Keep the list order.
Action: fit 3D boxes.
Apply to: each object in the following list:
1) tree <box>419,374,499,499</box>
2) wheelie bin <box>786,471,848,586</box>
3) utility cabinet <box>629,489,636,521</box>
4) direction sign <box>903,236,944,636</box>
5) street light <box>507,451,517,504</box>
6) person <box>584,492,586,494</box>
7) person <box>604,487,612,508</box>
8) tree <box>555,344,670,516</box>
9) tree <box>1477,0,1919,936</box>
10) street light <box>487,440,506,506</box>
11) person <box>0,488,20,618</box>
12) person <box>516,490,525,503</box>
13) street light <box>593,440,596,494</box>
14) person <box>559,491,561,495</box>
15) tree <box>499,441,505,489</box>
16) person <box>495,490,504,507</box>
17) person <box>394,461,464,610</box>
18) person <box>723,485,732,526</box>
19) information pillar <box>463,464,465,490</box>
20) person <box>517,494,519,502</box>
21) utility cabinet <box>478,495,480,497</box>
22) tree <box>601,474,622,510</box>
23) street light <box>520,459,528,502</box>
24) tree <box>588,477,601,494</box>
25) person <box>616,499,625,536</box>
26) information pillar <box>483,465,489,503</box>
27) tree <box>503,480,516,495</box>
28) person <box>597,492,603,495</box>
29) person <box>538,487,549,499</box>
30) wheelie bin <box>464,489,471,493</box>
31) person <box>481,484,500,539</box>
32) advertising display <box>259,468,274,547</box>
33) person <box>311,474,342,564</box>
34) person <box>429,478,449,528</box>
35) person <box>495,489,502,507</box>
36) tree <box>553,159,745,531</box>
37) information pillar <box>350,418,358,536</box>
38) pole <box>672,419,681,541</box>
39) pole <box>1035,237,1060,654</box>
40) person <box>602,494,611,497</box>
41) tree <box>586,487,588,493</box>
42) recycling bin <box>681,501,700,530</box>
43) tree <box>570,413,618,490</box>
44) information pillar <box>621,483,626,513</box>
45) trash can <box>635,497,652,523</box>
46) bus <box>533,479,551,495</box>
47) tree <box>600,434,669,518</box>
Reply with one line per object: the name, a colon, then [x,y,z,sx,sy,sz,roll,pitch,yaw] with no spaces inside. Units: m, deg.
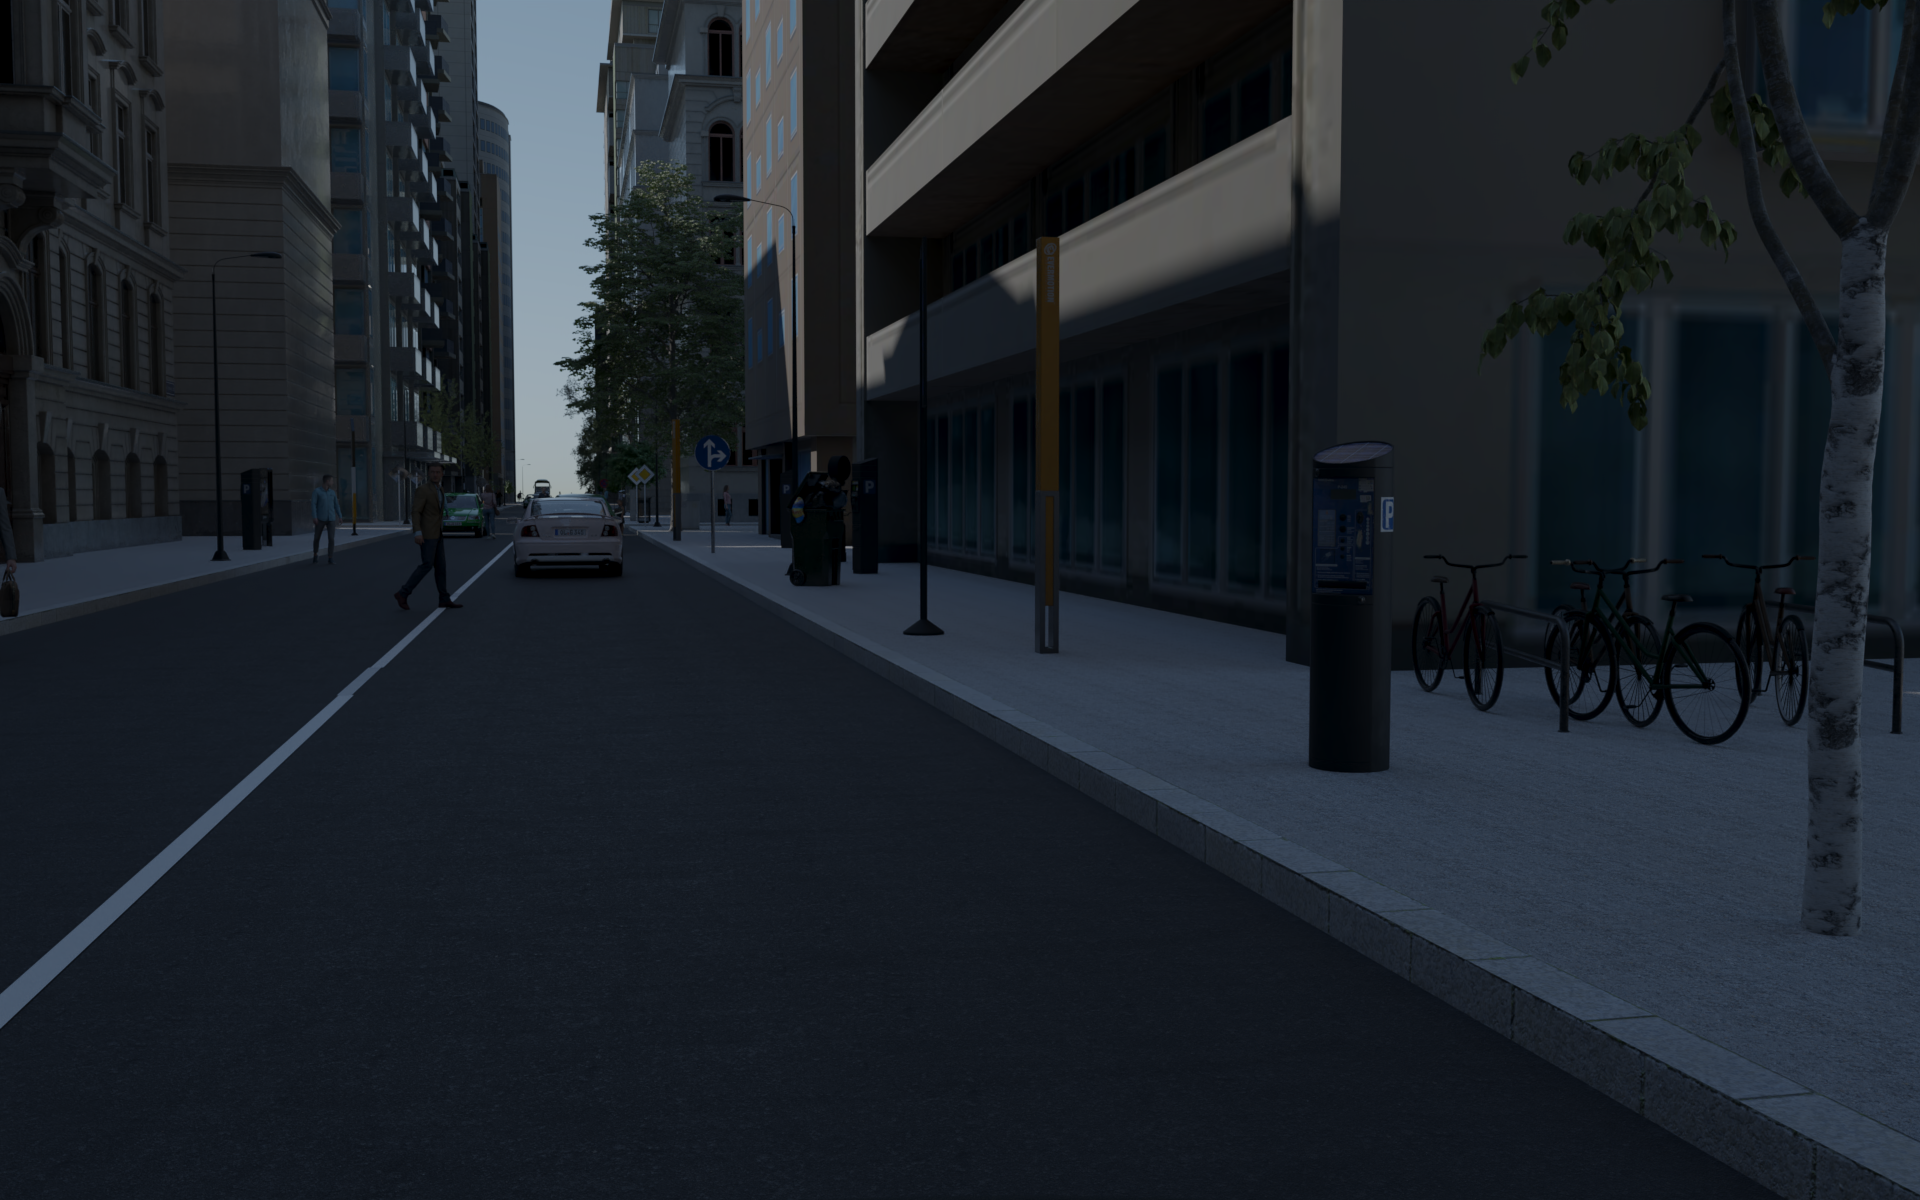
tree: [-32.085,-9.590,107.163,4.737,8.622,4.395,0,3,0]
wheelie bin: [-1.979,-1.002,24.289,0.693,1.594,0.980,1,4,20]
utility cabinet: [-15.700,-4.551,83.088,0.318,1.500,1.173,-1,4,-11]
direction sign: [-0.332,-1.453,15.746,0.379,3.537,0.876,0,4,-3]
street light: [-48.940,-13.185,188.109,1.470,5.913,1.316,-1,4,-13]
person: [-60.021,-16.514,277.516,0.415,1.643,0.593,-1,4,-11]
person: [-29.304,-8.437,143.845,0.748,1.841,0.638,-1,4,-9]
tree: [-18.667,-10.100,99.546,7.601,10.594,8.767,2,4,28]
tree: [2.753,-3.341,4.983,4.737,8.622,4.395,0,3,0]
street light: [-39.810,-10.726,147.911,1.470,5.913,1.316,-1,4,-13]
person: [-8.551,-0.399,14.983,0.822,1.834,0.622,3,5,42]
person: [-65.152,-15.331,256.712,1.348,1.824,0.705,-2,4,-26]
street light: [-30.895,-10.769,148.610,1.470,5.913,1.316,-1,4,-13]
person: [-58.208,-14.883,251.851,0.705,1.823,1.348,-3,5,-41]
tree: [-40.131,-11.880,144.597,4.737,8.622,4.395,0,3,0]
person: [-46.113,-10.146,172.752,1.217,1.723,0.721,0,4,1]
person: [-6.618,-0.803,21.544,0.836,1.842,0.656,-1,4,-19]
person: [-9.810,-3.952,73.120,0.388,1.821,0.555,0,4,-3]
information pillar: [-37.131,-8.454,129.572,0.183,3.616,0.504,-2,4,-26]
person: [-71.518,-16.589,280.509,0.421,1.427,0.697,-2,4,-32]
utility cabinet: [-35.434,-7.019,125.928,1.020,1.237,0.306,-1,4,-8]
tree: [-27.663,-8.840,139.142,1.663,3.219,1.824,0,3,0]
street light: [-58.253,-15.685,228.992,1.470,5.913,1.316,-1,4,-13]
tree: [-33.865,-10.382,164.347,1.663,3.219,1.824,0,3,0]
person: [-11.709,-2.841,59.613,0.373,1.253,0.362,-2,4,-35]
information pillar: [-37.768,-8.973,138.070,0.504,3.616,0.183,-3,5,-43]
tree: [-57.158,-13.785,219.982,1.663,3.219,1.824,0,3,0]
person: [-38.866,-11.078,187.150,1.348,1.826,0.705,1,4,20]
person: [-19.385,-4.380,80.528,0.576,1.772,0.534,-2,4,-29]
wheelie bin: [-34.133,-6.824,119.473,0.693,1.594,0.980,-3,4,-37]
person: [-15.015,-2.829,55.344,0.593,1.750,0.643,0,4,-4]
advertising display: [-17.099,-2.292,42.694,0.123,1.923,0.974,-2,4,-34]
person: [-13.051,-1.668,35.631,0.638,1.841,0.748,-2,4,-34]
person: [-12.910,-2.084,42.443,0.638,1.841,0.748,1,4,11]
person: [-46.652,-10.311,175.141,0.721,1.766,1.217,1,4,14]
tree: [-10.079,-8.662,59.746,7.486,12.596,7.792,0,3,0]
information pillar: [-18.707,-3.796,53.423,0.183,3.616,0.504,-2,4,-23]
pole: [-7.759,-3.275,47.392,0.158,3.312,0.155,0,3,0]
pole: [0.701,-1.227,13.897,0.158,3.312,0.155,0,3,0]
person: [-36.161,-10.454,176.910,0.705,1.831,1.348,2,4,33]
tree: [-54.915,-16.124,258.234,1.663,3.219,1.824,0,3,0]
recycling bin: [-9.823,-3.068,62.719,0.722,1.027,0.722,-1,4,-14]
tree: [-47.588,-19.178,230.564,9.611,12.733,9.660,0,3,0]
information pillar: [-22.841,-6.926,117.727,0.304,2.012,0.304,-1,4,-13]
trash can: [-13.911,-3.945,76.148,0.748,1.137,0.748,0,3,0]
bus: [-69.369,-18.117,287.757,2.896,3.916,12.252,-1,4,-13]
tree: [-17.278,-6.657,92.559,4.285,4.588,4.351,0,3,0]
